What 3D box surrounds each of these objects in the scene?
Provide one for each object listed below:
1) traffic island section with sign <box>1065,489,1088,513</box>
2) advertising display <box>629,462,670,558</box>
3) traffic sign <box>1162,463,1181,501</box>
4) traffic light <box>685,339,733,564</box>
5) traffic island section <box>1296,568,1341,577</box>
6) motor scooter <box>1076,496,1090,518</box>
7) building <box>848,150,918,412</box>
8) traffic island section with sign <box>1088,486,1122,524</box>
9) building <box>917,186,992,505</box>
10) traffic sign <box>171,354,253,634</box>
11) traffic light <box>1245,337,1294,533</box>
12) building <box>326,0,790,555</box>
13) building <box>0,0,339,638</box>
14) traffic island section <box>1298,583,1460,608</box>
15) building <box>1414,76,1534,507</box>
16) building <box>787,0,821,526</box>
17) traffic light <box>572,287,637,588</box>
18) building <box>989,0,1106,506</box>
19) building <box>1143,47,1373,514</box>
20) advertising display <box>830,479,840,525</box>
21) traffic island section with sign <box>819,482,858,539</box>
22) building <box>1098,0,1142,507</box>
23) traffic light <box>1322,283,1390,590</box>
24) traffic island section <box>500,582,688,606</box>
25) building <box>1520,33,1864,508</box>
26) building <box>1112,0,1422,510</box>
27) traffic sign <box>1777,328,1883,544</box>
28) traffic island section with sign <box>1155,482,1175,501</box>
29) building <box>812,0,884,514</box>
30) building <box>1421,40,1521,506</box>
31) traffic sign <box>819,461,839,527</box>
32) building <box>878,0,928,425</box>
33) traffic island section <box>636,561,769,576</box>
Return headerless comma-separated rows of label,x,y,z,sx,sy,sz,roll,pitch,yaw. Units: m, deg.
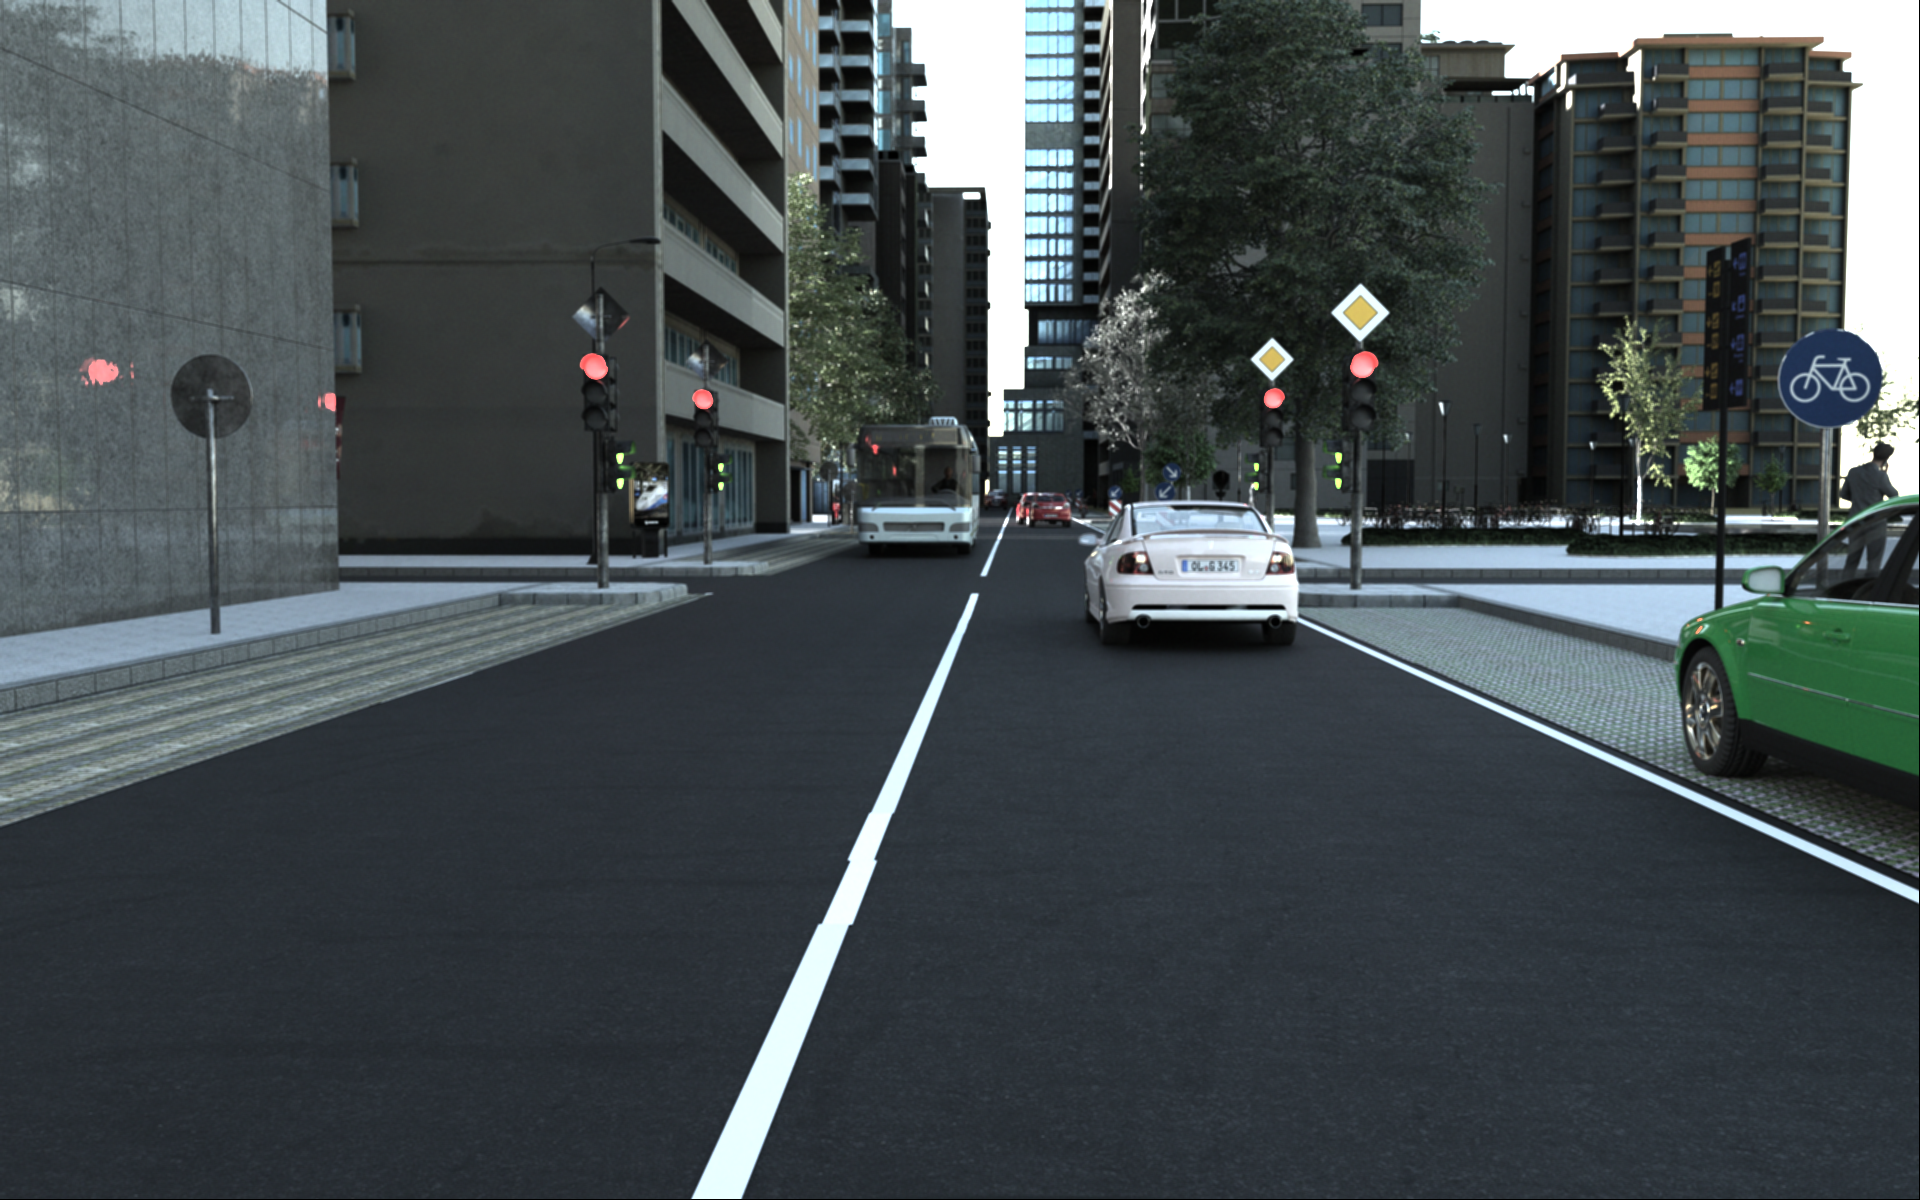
traffic island section with sign,9.016,-7.606,132.985,1.989,1.847,2.006,0,4,2
advertising display,-6.242,-1.813,34.858,0.123,1.923,0.974,3,4,37
traffic sign,8.606,-4.302,70.445,0.768,2.556,0.104,0,4,4
traffic light,-4.583,-2.604,31.496,0.839,4.253,0.868,0,4,2
traffic island section,5.613,-0.551,31.287,2.009,0.180,2.903,0,4,2
motor scooter,7.285,-5.477,102.324,0.815,1.314,1.986,0,4,3
building,-10.908,-22.869,145.607,14.160,30.474,14.107,0,4,2
traffic island section with sign,7.382,-4.616,84.097,1.989,1.847,2.006,0,4,2
building,-8.258,-31.521,207.253,23.993,40.220,32.217,0,4,2
traffic sign,-6.838,-0.962,15.833,0.768,2.556,0.104,0,4,4
traffic light,5.573,-2.584,31.174,0.839,4.253,0.868,0,4,2
building,-16.596,-25.799,45.523,21.300,48.544,21.600,0,4,2
building,-18.435,-12.155,16.755,19.932,24.808,12.078,0,4,2
traffic island section,5.346,-0.063,23.306,2.009,0.180,2.903,0,4,2
building,48.028,-29.931,172.963,14.086,41.232,14.154,0,4,2
building,-13.518,-25.766,71.385,14.600,45.320,14.200,0,4,2
traffic light,-4.850,-2.116,23.516,0.839,4.253,0.868,0,4,2
building,19.045,-54.245,199.582,31.000,86.520,22.319,0,4,2
building,19.218,-21.061,116.049,14.160,30.474,14.107,0,4,2
advertising display,-5.159,-4.059,71.576,0.123,1.923,0.974,1,4,15
traffic island section with sign,-3.474,-2.910,56.211,1.989,1.847,2.006,0,4,2
building,23.545,-32.442,154.132,21.300,48.544,21.600,0,4,2
traffic light,5.306,-2.096,23.194,0.839,4.253,0.868,0,4,2
traffic island section,-4.889,-0.084,23.652,2.009,0.180,2.903,0,4,2
building,70.422,-31.376,167.625,28.867,44.769,22.147,0,4,2
building,22.617,-42.455,132.394,20.563,71.187,20.611,0,4,2
traffic sign,6.711,-0.816,13.446,0.768,2.556,0.104,0,4,8
traffic island section with sign,6.442,-2.890,55.872,1.989,1.847,2.006,0,4,2
building,-15.929,-49.472,121.539,22.319,86.520,31.000,0,4,2
building,49.003,-37.556,203.276,27.495,52.752,28.713,0,4,2
traffic sign,-5.113,-4.122,67.505,0.768,2.556,0.104,1,4,11
building,-18.565,-33.636,169.551,30.456,49.044,23.786,0,4,2
traffic island section,-4.623,-0.572,31.632,2.009,0.180,2.903,0,4,2
